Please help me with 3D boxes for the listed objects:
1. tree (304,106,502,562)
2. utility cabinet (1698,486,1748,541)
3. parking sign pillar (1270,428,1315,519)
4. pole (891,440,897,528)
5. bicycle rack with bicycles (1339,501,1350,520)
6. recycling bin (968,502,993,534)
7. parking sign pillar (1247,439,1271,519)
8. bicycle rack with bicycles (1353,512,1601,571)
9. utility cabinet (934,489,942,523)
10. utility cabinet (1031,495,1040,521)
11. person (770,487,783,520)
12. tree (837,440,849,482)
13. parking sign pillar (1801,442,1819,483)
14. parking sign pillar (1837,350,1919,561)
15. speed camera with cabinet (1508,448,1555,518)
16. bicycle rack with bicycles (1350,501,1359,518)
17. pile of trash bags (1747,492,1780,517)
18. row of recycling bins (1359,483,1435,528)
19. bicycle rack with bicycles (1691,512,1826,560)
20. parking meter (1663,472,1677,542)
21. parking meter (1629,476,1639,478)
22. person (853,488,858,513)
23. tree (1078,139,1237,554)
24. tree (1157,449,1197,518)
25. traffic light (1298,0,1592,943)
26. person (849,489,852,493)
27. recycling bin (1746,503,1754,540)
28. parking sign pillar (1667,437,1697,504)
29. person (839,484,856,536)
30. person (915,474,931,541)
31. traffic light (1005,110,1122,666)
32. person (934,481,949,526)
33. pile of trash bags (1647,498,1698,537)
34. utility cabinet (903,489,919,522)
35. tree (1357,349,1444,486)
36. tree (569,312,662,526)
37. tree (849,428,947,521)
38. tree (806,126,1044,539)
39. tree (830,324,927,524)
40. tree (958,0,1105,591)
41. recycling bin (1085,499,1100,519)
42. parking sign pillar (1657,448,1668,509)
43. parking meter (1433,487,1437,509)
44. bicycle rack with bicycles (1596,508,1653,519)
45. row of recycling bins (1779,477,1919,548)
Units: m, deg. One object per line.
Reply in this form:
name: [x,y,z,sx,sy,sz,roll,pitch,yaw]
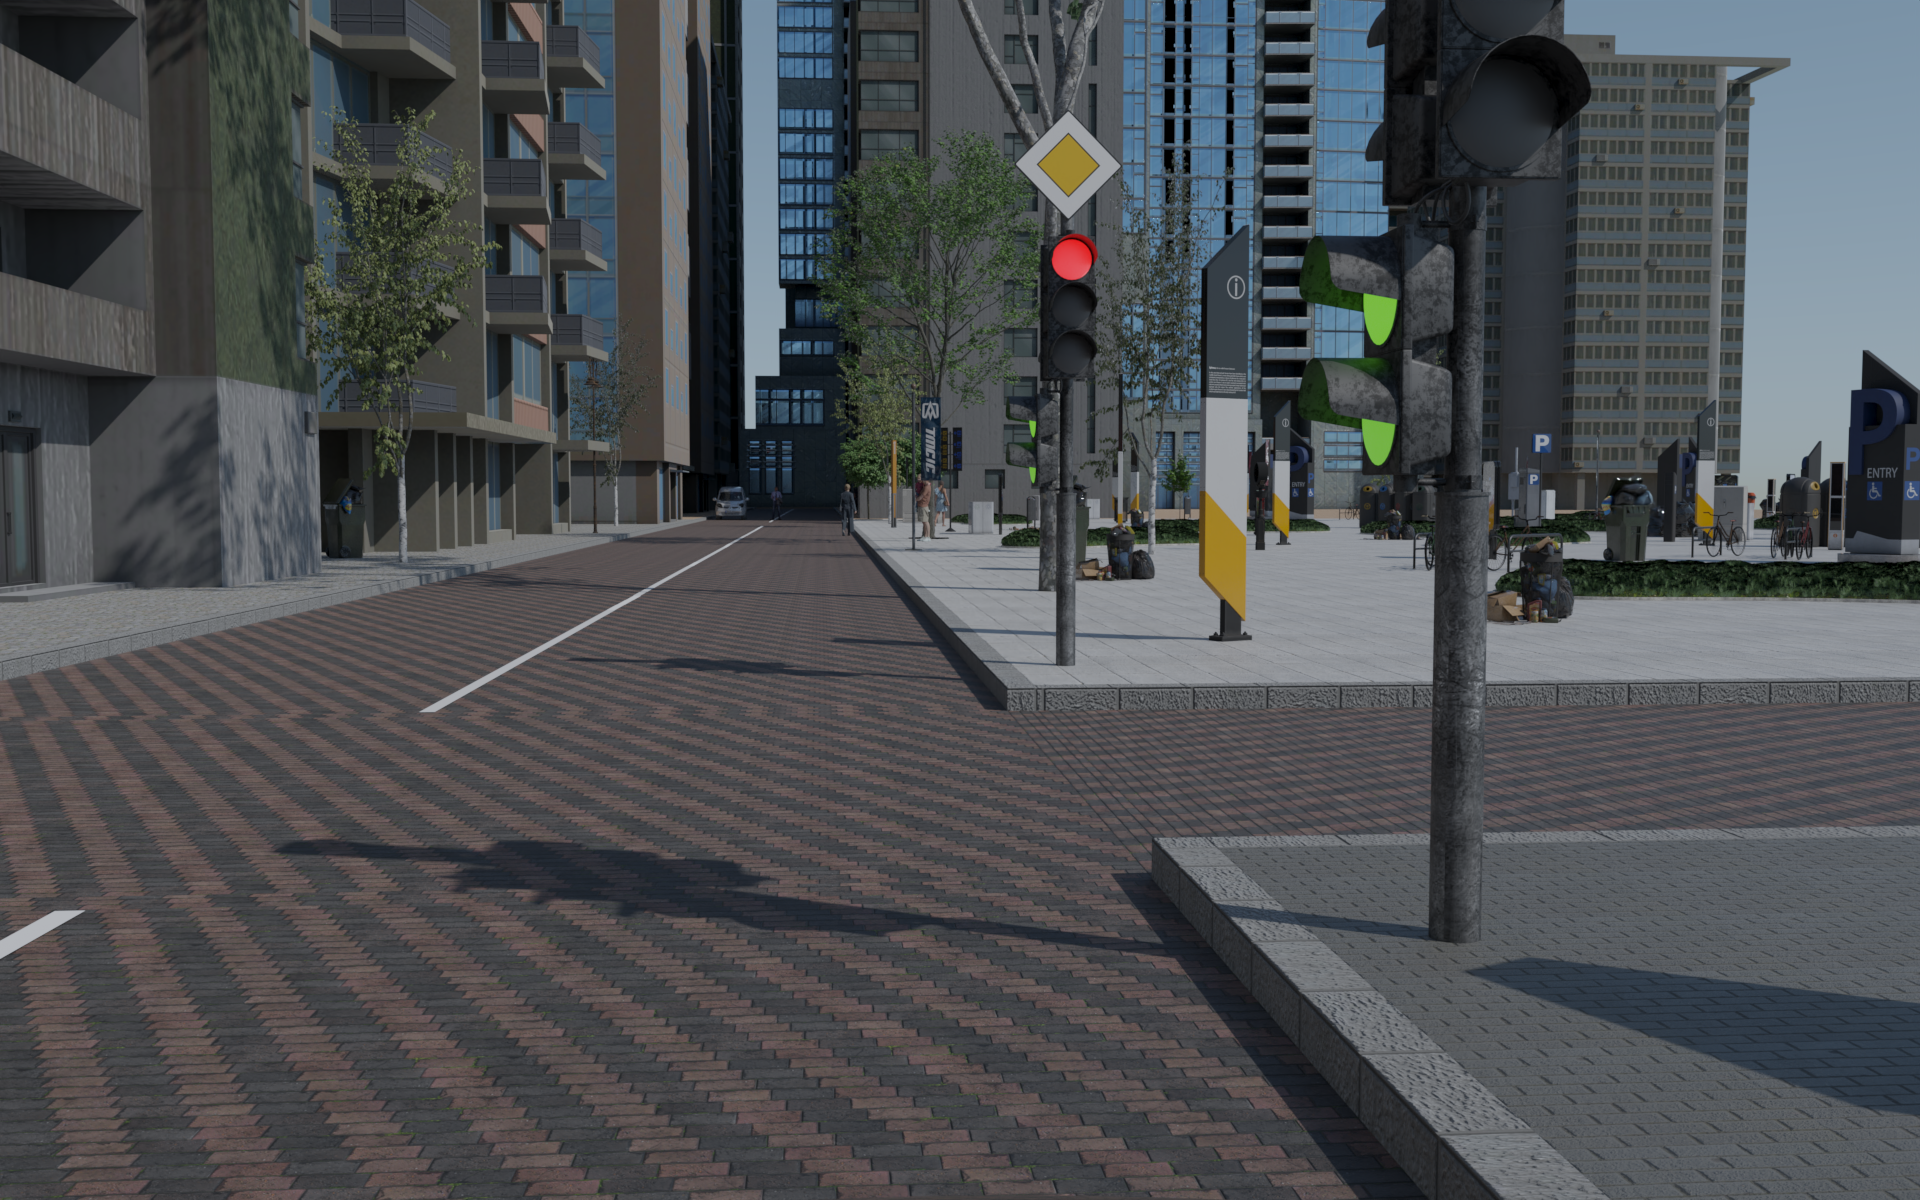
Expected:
tree: [-10.687,-5.005,32.197,4.737,8.622,4.395,0,3,0]
utility cabinet: [20.547,-2.324,46.670,1.173,1.500,0.318,3,5,44]
parking sign pillar: [13.700,-4.987,70.015,1.447,3.967,1.447,-3,4,-37]
pole: [-2.518,-4.401,65.801,0.158,3.312,0.155,0,3,0]
bicycle rack with bicycles: [20.279,-4.457,86.258,2.852,0.926,2.925,3,4,37]
recycling bin: [0.679,-2.686,56.468,0.722,1.027,0.722,-1,4,-9]
parking sign pillar: [14.819,-5.905,85.026,1.447,3.967,1.447,-2,4,-33]
bicycle rack with bicycles: [8.809,-0.989,29.560,2.925,0.926,2.852,-3,5,-42]
utility cabinet: [-0.990,-4.116,75.971,0.318,1.500,1.173,-1,4,-16]
utility cabinet: [3.770,-4.473,84.295,0.306,1.237,1.020,-1,4,-18]
person: [-10.096,-5.302,95.056,0.709,1.838,0.599,0,4,-3]
tree: [-4.526,-6.314,86.941,4.285,4.588,4.351,0,3,0]
parking sign pillar: [42.880,-6.045,87.312,1.447,3.967,1.447,-3,4,-39]
parking sign pillar: [16.976,-2.651,31.810,1.447,3.967,1.447,-1,4,-17]
speed camera with cabinet: [24.137,-4.818,73.107,0.660,3.252,2.038,-2,4,-31]
bicycle rack with bicycles: [19.200,-3.821,75.861,2.852,0.926,2.925,3,5,43]
pile of trash bags: [42.465,-4.941,90.544,1.912,1.369,3.447,-2,4,-26]
row of recycling bins: [16.314,-3.520,64.660,1.069,1.692,3.534,-2,4,-32]
bicycle rack with bicycles: [16.238,-1.326,35.070,2.852,0.926,2.925,3,5,42]
parking meter: [19.017,-2.488,46.382,0.255,1.863,0.399,2,4,31]
parking meter: [21.460,-3.040,55.408,0.399,1.863,0.255,-1,4,-18]
person: [-6.620,-6.314,110.749,0.415,1.643,0.593,1,4,11]
tree: [4.105,-5.288,36.825,4.360,8.622,3.978,0,3,0]
tree: [9.438,-4.867,74.171,1.663,3.219,1.824,0,3,0]
traffic light: [1.413,-0.977,4.899,0.839,4.253,0.868,0,4,-5]
person: [-8.910,-7.968,136.844,0.750,1.759,0.617,-1,4,-15]
recycling bin: [21.788,-2.199,48.501,0.722,1.027,0.722,2,4,32]
parking sign pillar: [34.163,-5.645,80.760,1.447,3.967,1.447,0,4,-2]
person: [-3.843,-3.083,59.326,0.576,1.772,0.534,0,4,-5]
person: [-0.998,-2.514,47.125,0.580,1.828,0.573,2,4,33]
traffic light: [0.772,-1.464,12.859,0.839,4.253,0.868,0,4,-5]
person: [-0.730,-3.798,68.227,0.616,1.811,0.778,2,4,31]
pile of trash bags: [21.050,-2.576,51.865,3.447,1.369,1.912,0,4,-3]
utility cabinet: [-1.985,-4.229,77.824,1.173,1.500,0.318,0,4,2]
tree: [20.937,-8.028,81.615,4.737,8.622,4.395,0,3,0]
tree: [-14.069,-7.279,69.380,4.360,8.622,3.978,0,3,0]
tree: [-2.312,-6.053,82.678,4.285,4.588,4.351,0,3,0]
tree: [-0.748,-7.547,49.157,9.928,11.665,9.643,0,3,0]
tree: [-3.170,-7.539,73.629,4.737,8.622,4.395,0,3,0]
tree: [-0.078,-10.221,23.005,12.611,20.169,13.585,0,3,0]
recycling bin: [6.681,-4.642,88.455,0.722,1.027,0.722,-1,4,-17]
parking sign pillar: [34.726,-5.885,84.692,1.447,3.967,1.447,-1,4,-21]
parking meter: [17.931,-3.512,65.833,0.372,1.533,0.369,0,3,0]
bicycle rack with bicycles: [24.448,-3.093,63.959,2.925,0.926,2.852,1,4,15]
row of recycling bins: [21.639,-2.132,41.975,3.534,1.692,1.069,0,4,-2]
